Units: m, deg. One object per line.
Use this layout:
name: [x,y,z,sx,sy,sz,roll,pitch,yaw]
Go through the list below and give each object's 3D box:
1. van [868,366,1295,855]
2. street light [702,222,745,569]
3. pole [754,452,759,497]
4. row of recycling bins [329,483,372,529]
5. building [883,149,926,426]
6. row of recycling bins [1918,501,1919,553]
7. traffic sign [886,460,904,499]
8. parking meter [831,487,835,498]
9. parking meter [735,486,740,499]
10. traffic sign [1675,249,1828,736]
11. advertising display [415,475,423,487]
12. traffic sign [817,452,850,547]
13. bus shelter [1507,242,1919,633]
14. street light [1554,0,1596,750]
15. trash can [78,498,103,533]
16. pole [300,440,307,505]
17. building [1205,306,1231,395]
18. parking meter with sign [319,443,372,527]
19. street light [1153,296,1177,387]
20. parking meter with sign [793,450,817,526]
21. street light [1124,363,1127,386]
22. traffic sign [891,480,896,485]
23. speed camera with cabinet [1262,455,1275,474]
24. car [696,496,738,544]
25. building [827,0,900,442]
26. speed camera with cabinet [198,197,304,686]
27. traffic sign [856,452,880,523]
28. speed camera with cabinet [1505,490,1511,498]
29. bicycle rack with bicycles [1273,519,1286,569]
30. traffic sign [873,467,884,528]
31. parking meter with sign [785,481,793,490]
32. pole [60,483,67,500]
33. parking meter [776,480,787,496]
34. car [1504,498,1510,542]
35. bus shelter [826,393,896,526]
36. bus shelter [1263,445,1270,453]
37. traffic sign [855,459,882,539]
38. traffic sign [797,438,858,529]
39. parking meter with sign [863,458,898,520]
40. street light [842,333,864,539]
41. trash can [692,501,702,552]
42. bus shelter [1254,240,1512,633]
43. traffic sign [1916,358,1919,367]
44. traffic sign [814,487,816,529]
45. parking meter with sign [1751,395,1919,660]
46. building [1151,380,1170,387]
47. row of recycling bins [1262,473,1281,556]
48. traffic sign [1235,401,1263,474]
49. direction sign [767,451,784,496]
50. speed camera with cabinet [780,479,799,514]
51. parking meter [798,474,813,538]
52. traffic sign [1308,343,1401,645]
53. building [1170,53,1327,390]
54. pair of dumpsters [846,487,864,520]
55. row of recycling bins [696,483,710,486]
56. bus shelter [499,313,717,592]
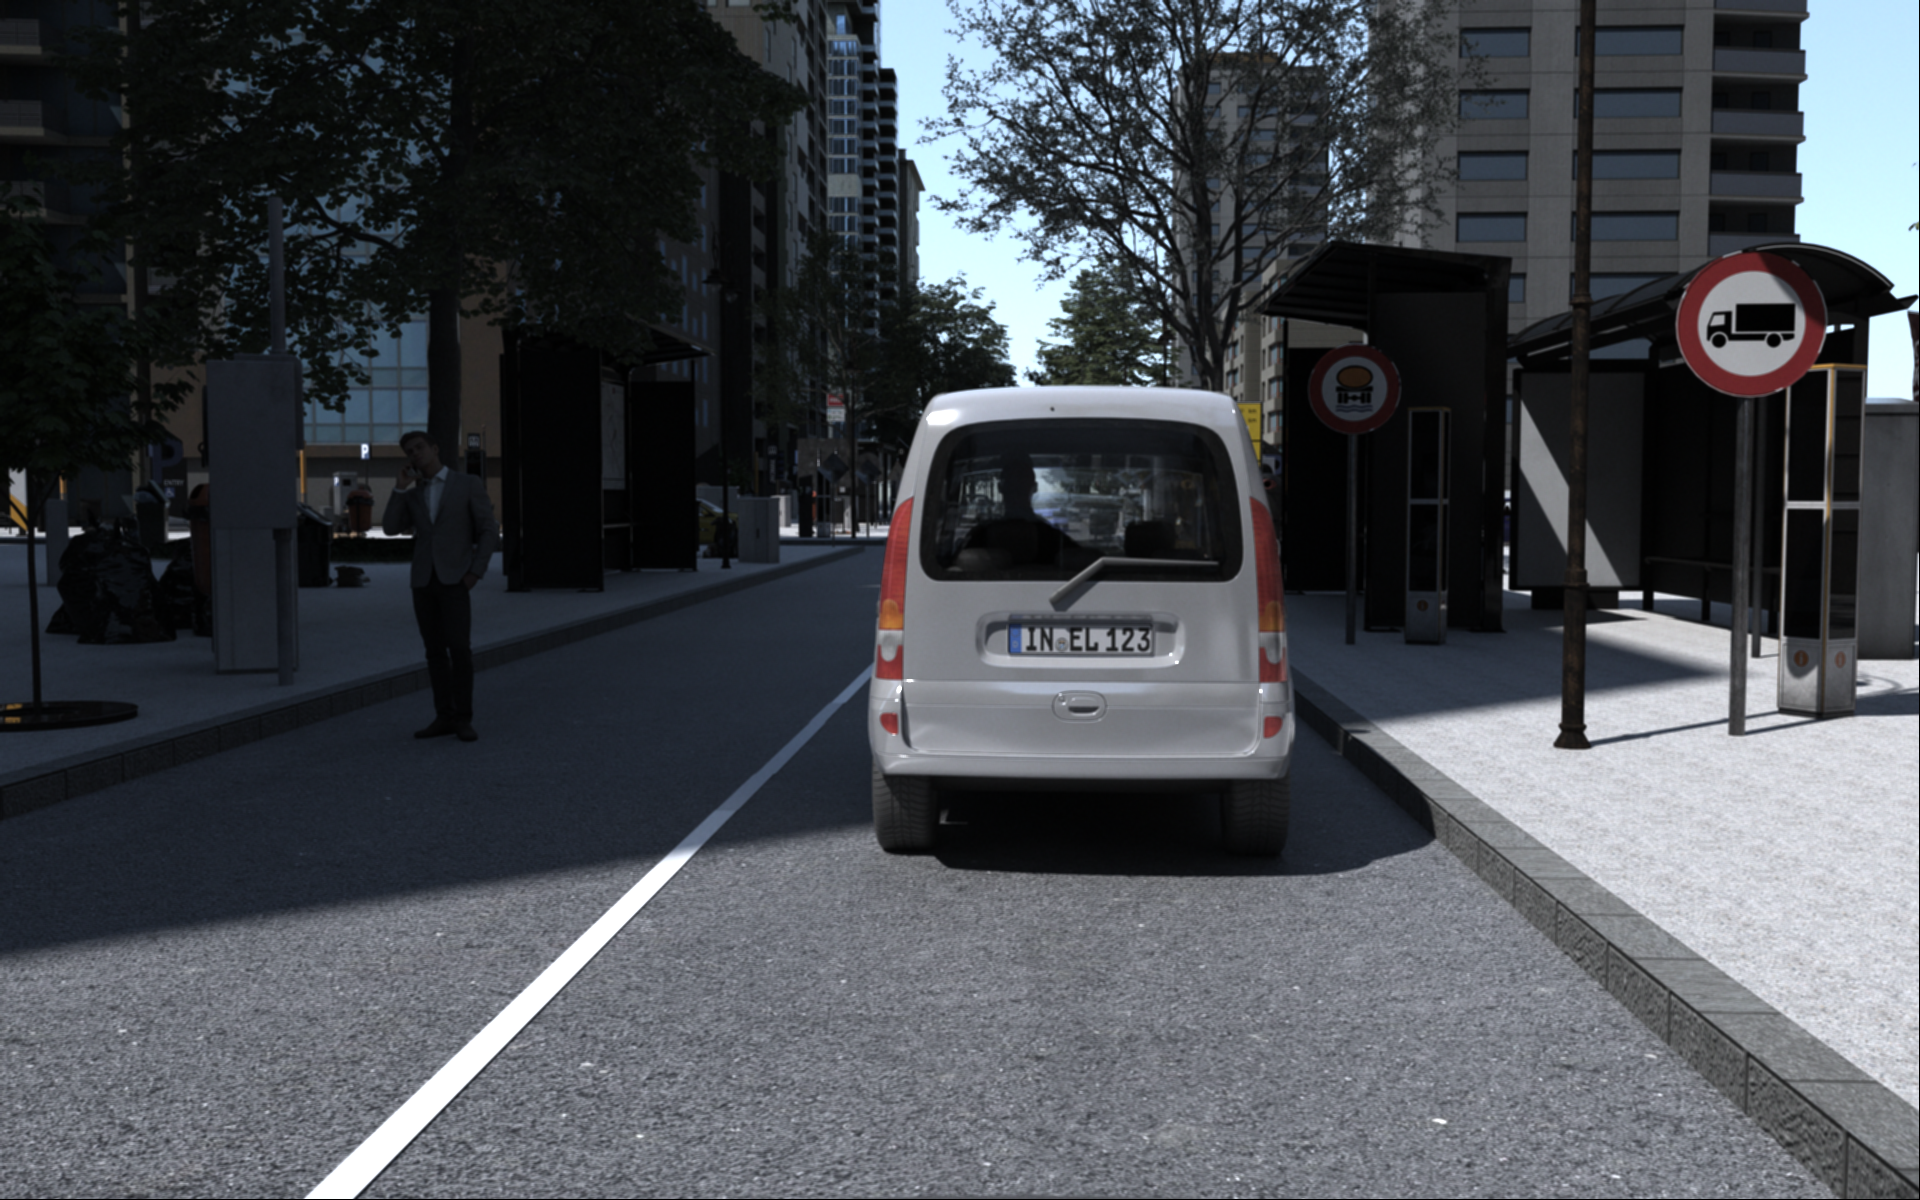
van: [0.579,-0.078,8.286,2.013,2.044,4.112,0,4,4]
street light: [-4.041,-3.483,29.738,0.468,5.910,1.993,0,4,3]
pole: [-9.803,-5.473,83.324,0.158,3.312,0.155,0,3,0]
row of recycling bins: [-22.196,-3.419,63.008,1.069,1.692,3.534,0,4,-6]
building: [-20.400,-41.508,267.886,28.713,52.752,27.495,0,4,3]
row of recycling bins: [22.409,-1.906,38.274,3.534,1.692,1.069,0,4,-6]
traffic sign: [-2.401,-4.048,66.182,0.884,2.594,0.081,1,4,12]
parking meter: [-5.585,-4.262,75.397,0.255,1.863,0.399,-2,4,-24]
parking meter: [-7.371,-2.948,56.618,0.372,1.533,0.369,0,3,0]
traffic sign: [4.133,-0.552,9.137,0.768,2.556,0.104,0,4,5]
advertising display: [-17.801,-3.200,57.538,0.123,1.923,0.974,1,4,8]
traffic sign: [-3.044,-2.325,41.655,0.795,2.450,0.064,0,4,3]
bus shelter: [6.793,-1.393,16.707,2.014,3.302,5.546,0,4,3]
street light: [3.104,-2.191,8.603,0.468,5.910,1.993,0,4,3]
trash can: [-28.933,-2.816,57.691,0.748,1.137,0.748,0,3,0]
pole: [-24.937,-4.402,65.821,0.158,3.312,0.155,0,3,0]
building: [38.971,-19.894,170.305,27.650,21.520,28.899,0,4,3]
parking meter with sign: [-20.939,-3.835,58.957,0.543,3.016,1.738,3,5,40]
street light: [4.764,-4.130,40.317,0.468,5.910,1.993,0,4,3]
parking meter with sign: [-5.969,-4.482,69.538,0.543,3.016,1.738,1,4,22]
street light: [5.815,-5.399,61.055,0.468,5.910,1.993,0,4,3]
traffic sign: [-2.898,-4.683,78.694,0.606,2.300,0.079,1,4,13]
speed camera with cabinet: [6.428,-2.838,40.739,2.038,3.252,0.660,-2,4,-28]
car: [-7.203,-2.189,46.019,3.980,1.641,2.015,0,4,3]
building: [-18.613,-56.532,236.964,22.319,86.520,31.000,0,4,3]
speed camera with cabinet: [-5.005,-1.094,12.222,0.660,3.252,2.038,-1,4,-22]
traffic sign: [-2.826,-3.236,53.012,0.768,2.556,0.104,1,4,10]
speed camera with cabinet: [23.765,-5.060,77.062,2.038,3.252,0.660,0,4,2]
bicycle rack with bicycles: [5.069,-0.664,24.242,2.925,0.926,2.852,-2,4,-23]
traffic sign: [-3.147,-3.822,64.621,0.606,2.300,0.079,0,4,4]
parking meter with sign: [-10.617,-6.685,105.555,1.738,3.016,0.543,-3,5,-45]
pole: [-31.311,-4.075,60.472,0.158,3.312,0.155,0,3,0]
parking meter: [-7.156,-3.905,69.557,0.399,1.863,0.255,-2,4,-32]
car: [14.090,-2.020,45.600,3.894,1.354,1.945,0,4,5]
bus shelter: [-4.087,-5.735,71.401,2.179,5.291,8.768,0,4,3]
bus shelter: [10.080,-4.292,64.090,2.014,3.302,5.546,0,4,3]
traffic sign: [-2.633,-2.813,49.630,0.795,2.450,0.064,0,4,3]
traffic sign: [-4.828,-4.234,63.098,2.265,3.308,0.079,1,4,10]
parking meter with sign: [-3.862,-5.374,84.118,1.738,3.016,0.543,1,4,9]
street light: [-3.070,-4.712,49.823,0.468,5.910,1.993,0,4,3]
trash can: [-5.860,-1.544,36.904,0.748,1.137,0.748,0,3,0]
bus shelter: [4.450,-1.701,19.099,1.731,3.624,6.357,0,4,3]
traffic sign: [4.429,-0.441,7.209,0.884,2.594,0.081,1,4,9]
traffic sign: [-5.373,-3.926,64.199,0.884,2.594,0.081,1,4,8]
parking meter with sign: [7.064,-1.053,13.470,1.738,3.016,0.543,0,4,1]
building: [43.821,-25.856,267.782,27.650,21.520,28.899,0,4,3]
row of recycling bins: [5.551,-1.648,34.063,3.534,1.692,1.069,0,4,-1]
traffic sign: [5.504,-2.706,38.114,2.265,3.308,0.079,0,4,7]
direction sign: [-9.633,-6.033,90.637,0.876,3.537,0.379,-1,4,-19]
speed camera with cabinet: [-10.769,-7.089,110.245,2.038,3.252,0.660,3,5,43]
parking meter: [-4.576,-2.786,51.260,0.399,1.863,0.255,-3,5,-43]
traffic sign: [3.337,-0.894,14.726,0.768,2.556,0.104,1,4,8]
building: [39.613,-42.589,238.329,21.231,58.520,28.212,0,4,3]
pair of dumpsters: [-4.417,-4.681,79.027,1.574,2.255,4.437,0,4,3]
row of recycling bins: [-10.810,-3.468,63.812,3.534,1.692,1.069,0,4,5]
bus shelter: [-5.028,-2.103,25.670,1.731,3.624,6.357,0,4,3]
